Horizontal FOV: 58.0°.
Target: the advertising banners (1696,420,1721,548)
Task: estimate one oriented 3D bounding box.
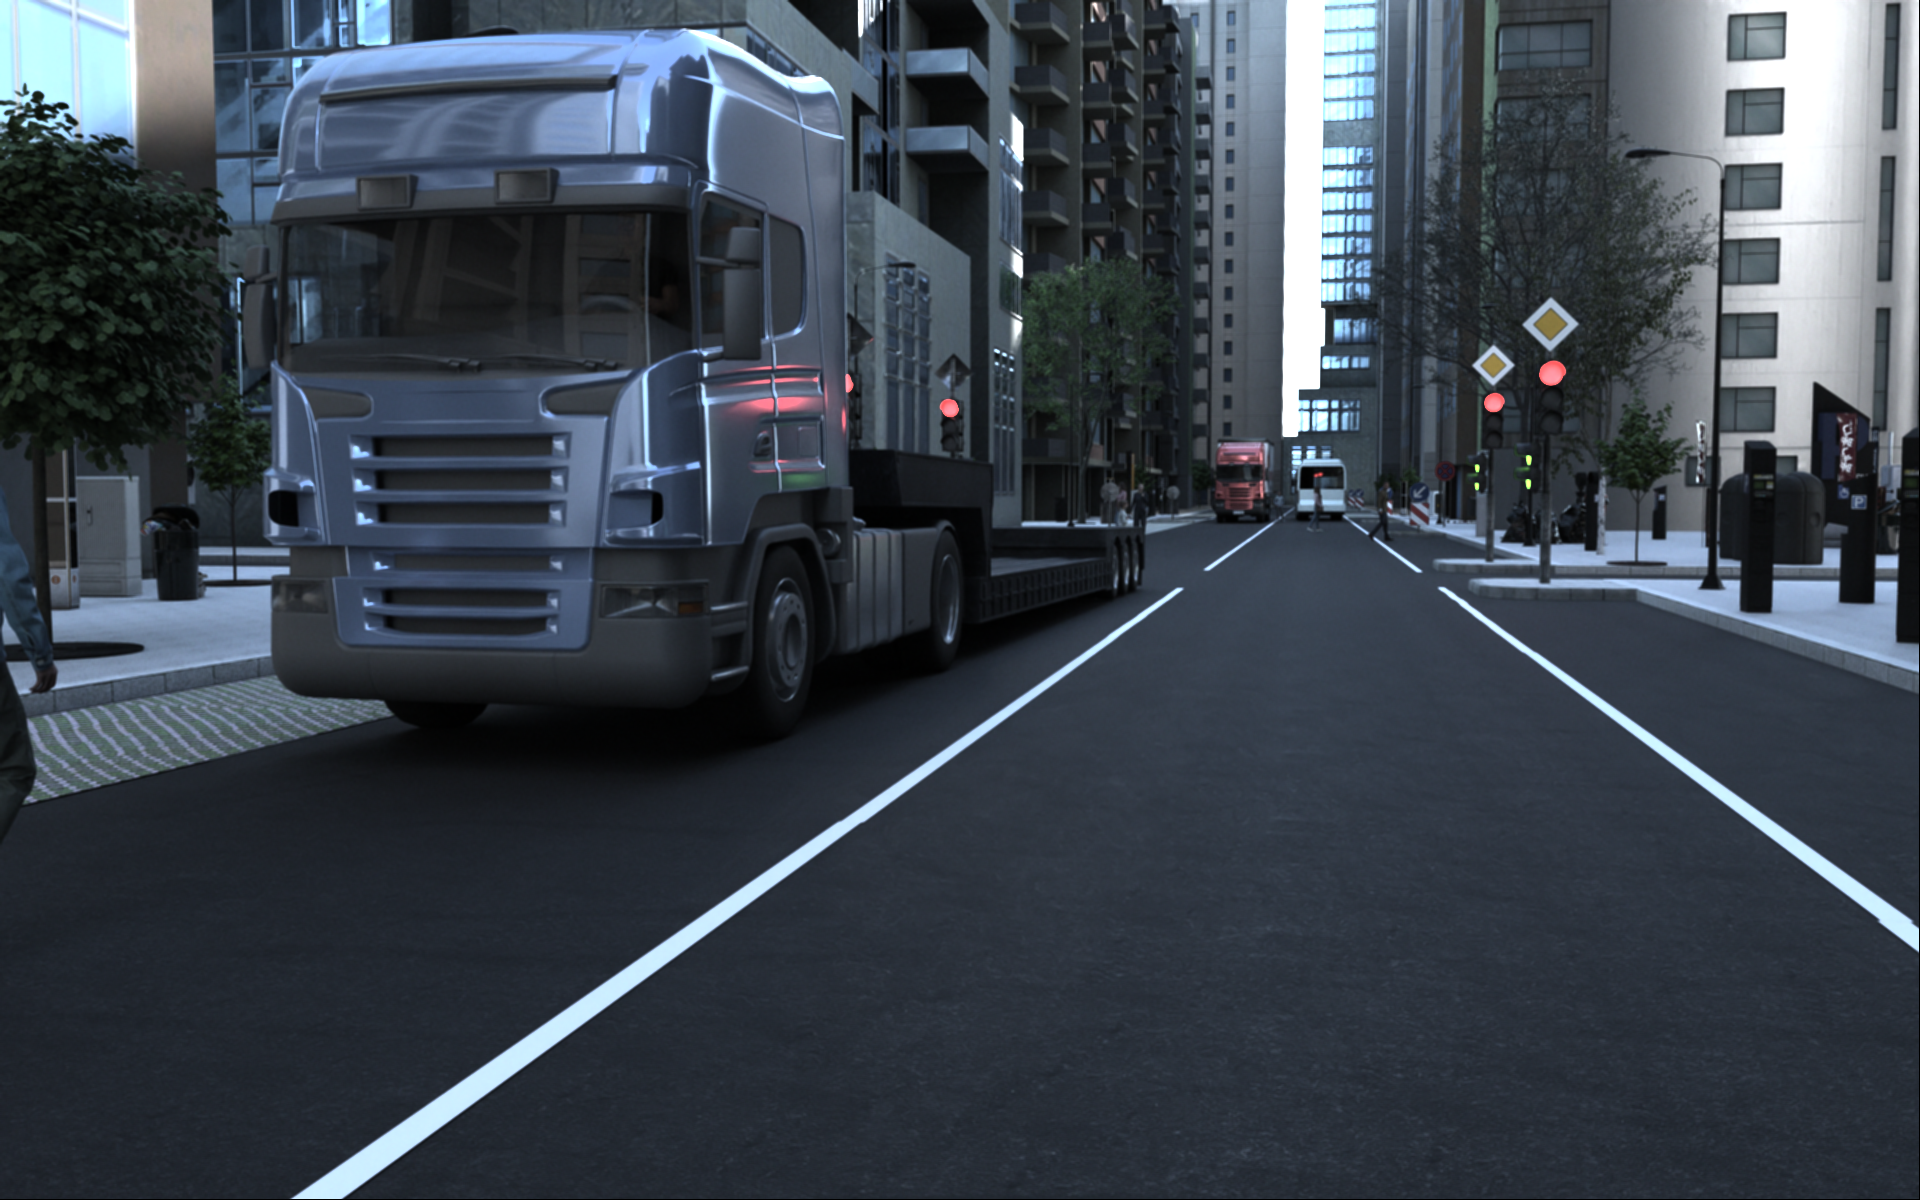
[{"bbox_3d":[18.158,-2.789,41.784,2.074,3.025,0.090,-3,5,-44],"label":"advertising banners"}]

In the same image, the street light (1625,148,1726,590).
[{"bbox_3d":[9.626,-3.106,23.324,1.470,5.913,1.316,1,4,12],"label":"street light"}]

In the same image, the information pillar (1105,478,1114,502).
[{"bbox_3d":[6.956,-4.654,80.587,0.304,2.012,0.304,3,4,36],"label":"information pillar"}]

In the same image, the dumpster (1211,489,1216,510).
[{"bbox_3d":[20.701,-7.829,136.218,1.865,1.857,1.264,1,4,13],"label":"dumpster"}]

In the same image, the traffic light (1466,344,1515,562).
[{"bbox_3d":[9.983,-2.672,32.600,0.839,4.253,0.868,1,4,12],"label":"traffic light"}]

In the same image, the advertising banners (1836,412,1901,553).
[{"bbox_3d":[19.732,-2.513,37.268,2.074,3.025,0.090,-1,4,-9],"label":"advertising banners"}]

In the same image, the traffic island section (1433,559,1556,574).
[{"bbox_3d":[10.021,-0.638,32.706,2.009,0.180,2.903,1,4,12],"label":"traffic island section"}]

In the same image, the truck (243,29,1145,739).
[{"bbox_3d":[-0.547,-1.675,17.144,2.967,4.110,18.799,1,4,13],"label":"truck"}]

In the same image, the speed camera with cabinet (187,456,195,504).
[{"bbox_3d":[-17.723,-2.704,38.551,0.660,3.252,2.038,0,4,-1],"label":"speed camera with cabinet"}]

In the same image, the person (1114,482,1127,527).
[{"bbox_3d":[5.292,-2.976,57.165,0.388,1.821,0.555,-2,4,-24],"label":"person"}]

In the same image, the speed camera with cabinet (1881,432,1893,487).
[{"bbox_3d":[29.941,-3.694,54.728,0.660,3.252,2.038,0,4,-3],"label":"speed camera with cabinet"}]

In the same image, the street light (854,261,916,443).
[{"bbox_3d":[-1.564,-3.809,34.824,1.470,5.913,1.316,1,4,12],"label":"street light"}]

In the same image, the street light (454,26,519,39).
[{"bbox_3d":[-5.059,-2.748,17.465,1.470,5.913,1.316,1,4,12],"label":"street light"}]

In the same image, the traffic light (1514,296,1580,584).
[{"bbox_3d":[8.385,-2.193,24.776,0.839,4.253,0.868,1,4,12],"label":"traffic light"}]

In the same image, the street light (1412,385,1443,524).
[{"bbox_3d":[19.968,-6.202,73.942,1.470,5.913,1.316,1,4,12],"label":"street light"}]

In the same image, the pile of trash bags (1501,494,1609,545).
[{"bbox_3d":[15.554,-2.138,44.707,1.912,1.369,3.447,-1,4,-16],"label":"pile of trash bags"}]

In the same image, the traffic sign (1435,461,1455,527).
[{"bbox_3d":[18.807,-4.104,67.204,0.768,2.556,0.104,1,4,13],"label":"traffic sign"}]

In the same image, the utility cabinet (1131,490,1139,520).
[{"bbox_3d":[8.769,-4.753,86.389,0.318,1.500,1.173,1,4,17],"label":"utility cabinet"}]

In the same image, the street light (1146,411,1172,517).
[{"bbox_3d":[11.214,-7.647,97.569,1.470,5.913,1.316,1,4,12],"label":"street light"}]

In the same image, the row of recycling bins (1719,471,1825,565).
[{"bbox_3d":[15.394,-1.583,32.992,1.069,1.692,3.534,0,4,5],"label":"row of recycling bins"}]

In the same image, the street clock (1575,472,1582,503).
[{"bbox_3d":[20.642,-3.244,57.603,0.358,2.002,0.471,0,4,-2],"label":"street clock"}]

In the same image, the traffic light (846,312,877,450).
[{"bbox_3d":[-1.722,-2.318,26.817,0.839,4.253,0.868,1,4,12],"label":"traffic light"}]

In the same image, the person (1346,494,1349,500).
[{"bbox_3d":[33.409,-8.707,150.861,1.348,1.823,0.705,-2,4,-34],"label":"person"}]

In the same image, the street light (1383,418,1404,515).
[{"bbox_3d":[26.457,-8.142,105.667,1.470,5.913,1.316,1,4,12],"label":"street light"}]

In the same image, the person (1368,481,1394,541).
[{"bbox_3d":[12.992,-2.746,53.303,0.836,1.842,0.656,0,4,-2],"label":"person"}]

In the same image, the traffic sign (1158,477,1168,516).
[{"bbox_3d":[12.073,-6.187,103.286,0.606,2.300,0.079,1,4,16],"label":"traffic sign"}]

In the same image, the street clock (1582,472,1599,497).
[{"bbox_3d":[20.461,-3.143,55.965,0.358,2.002,0.471,0,4,-3],"label":"street clock"}]

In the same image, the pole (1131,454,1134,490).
[{"bbox_3d":[8.736,-5.732,87.566,0.158,3.312,0.155,0,3,0],"label":"pole"}]

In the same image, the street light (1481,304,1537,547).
[{"bbox_3d":[13.438,-4.273,42.406,1.470,5.913,1.316,1,4,12],"label":"street light"}]

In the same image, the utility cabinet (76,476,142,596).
[{"bbox_3d":[-10.884,-0.796,21.687,1.173,1.500,0.318,1,4,11],"label":"utility cabinet"}]

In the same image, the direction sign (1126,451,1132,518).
[{"bbox_3d":[8.878,-6.062,91.117,0.379,3.537,0.876,-1,4,-11],"label":"direction sign"}]

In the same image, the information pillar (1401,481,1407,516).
[{"bbox_3d":[25.854,-5.892,100.833,0.304,2.012,0.304,2,4,25],"label":"information pillar"}]

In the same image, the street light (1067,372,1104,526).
[{"bbox_3d":[4.780,-5.724,66.121,1.470,5.913,1.316,1,4,12],"label":"street light"}]

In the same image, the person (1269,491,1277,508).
[{"bbox_3d":[31.345,-10.004,172.854,0.721,1.735,1.217,-3,4,-36],"label":"person"}]

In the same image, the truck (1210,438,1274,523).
[{"bbox_3d":[14.687,-6.141,89.323,2.839,4.237,11.283,1,4,12],"label":"truck"}]

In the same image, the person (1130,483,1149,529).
[{"bbox_3d":[5.701,-2.818,54.988,0.576,1.772,0.534,0,4,-3],"label":"person"}]

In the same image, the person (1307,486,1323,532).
[{"bbox_3d":[13.575,-3.489,66.130,0.643,1.750,0.593,0,4,3],"label":"person"}]

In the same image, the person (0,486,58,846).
[{"bbox_3d":[-3.099,0.219,5.258,0.601,1.785,0.444,1,4,13],"label":"person"}]

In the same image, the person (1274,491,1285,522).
[{"bbox_3d":[16.534,-4.855,89.693,0.589,1.601,0.330,0,4,2],"label":"person"}]

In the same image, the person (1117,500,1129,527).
[{"bbox_3d":[3.808,-1.681,40.268,0.394,1.301,0.425,-2,4,-24],"label":"person"}]

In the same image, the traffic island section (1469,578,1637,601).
[{"bbox_3d":[8.422,-0.159,24.882,2.009,0.180,2.903,1,4,12],"label":"traffic island section"}]

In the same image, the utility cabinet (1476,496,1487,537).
[{"bbox_3d":[15.665,-2.502,52.066,0.306,1.237,1.020,1,4,18],"label":"utility cabinet"}]

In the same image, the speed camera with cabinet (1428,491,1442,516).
[{"bbox_3d":[28.414,-6.542,101.303,2.038,3.252,0.660,-1,4,-17],"label":"speed camera with cabinet"}]

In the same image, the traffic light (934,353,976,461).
[{"bbox_3d":[-0.123,-2.796,34.641,0.839,4.253,0.868,1,4,12],"label":"traffic light"}]
